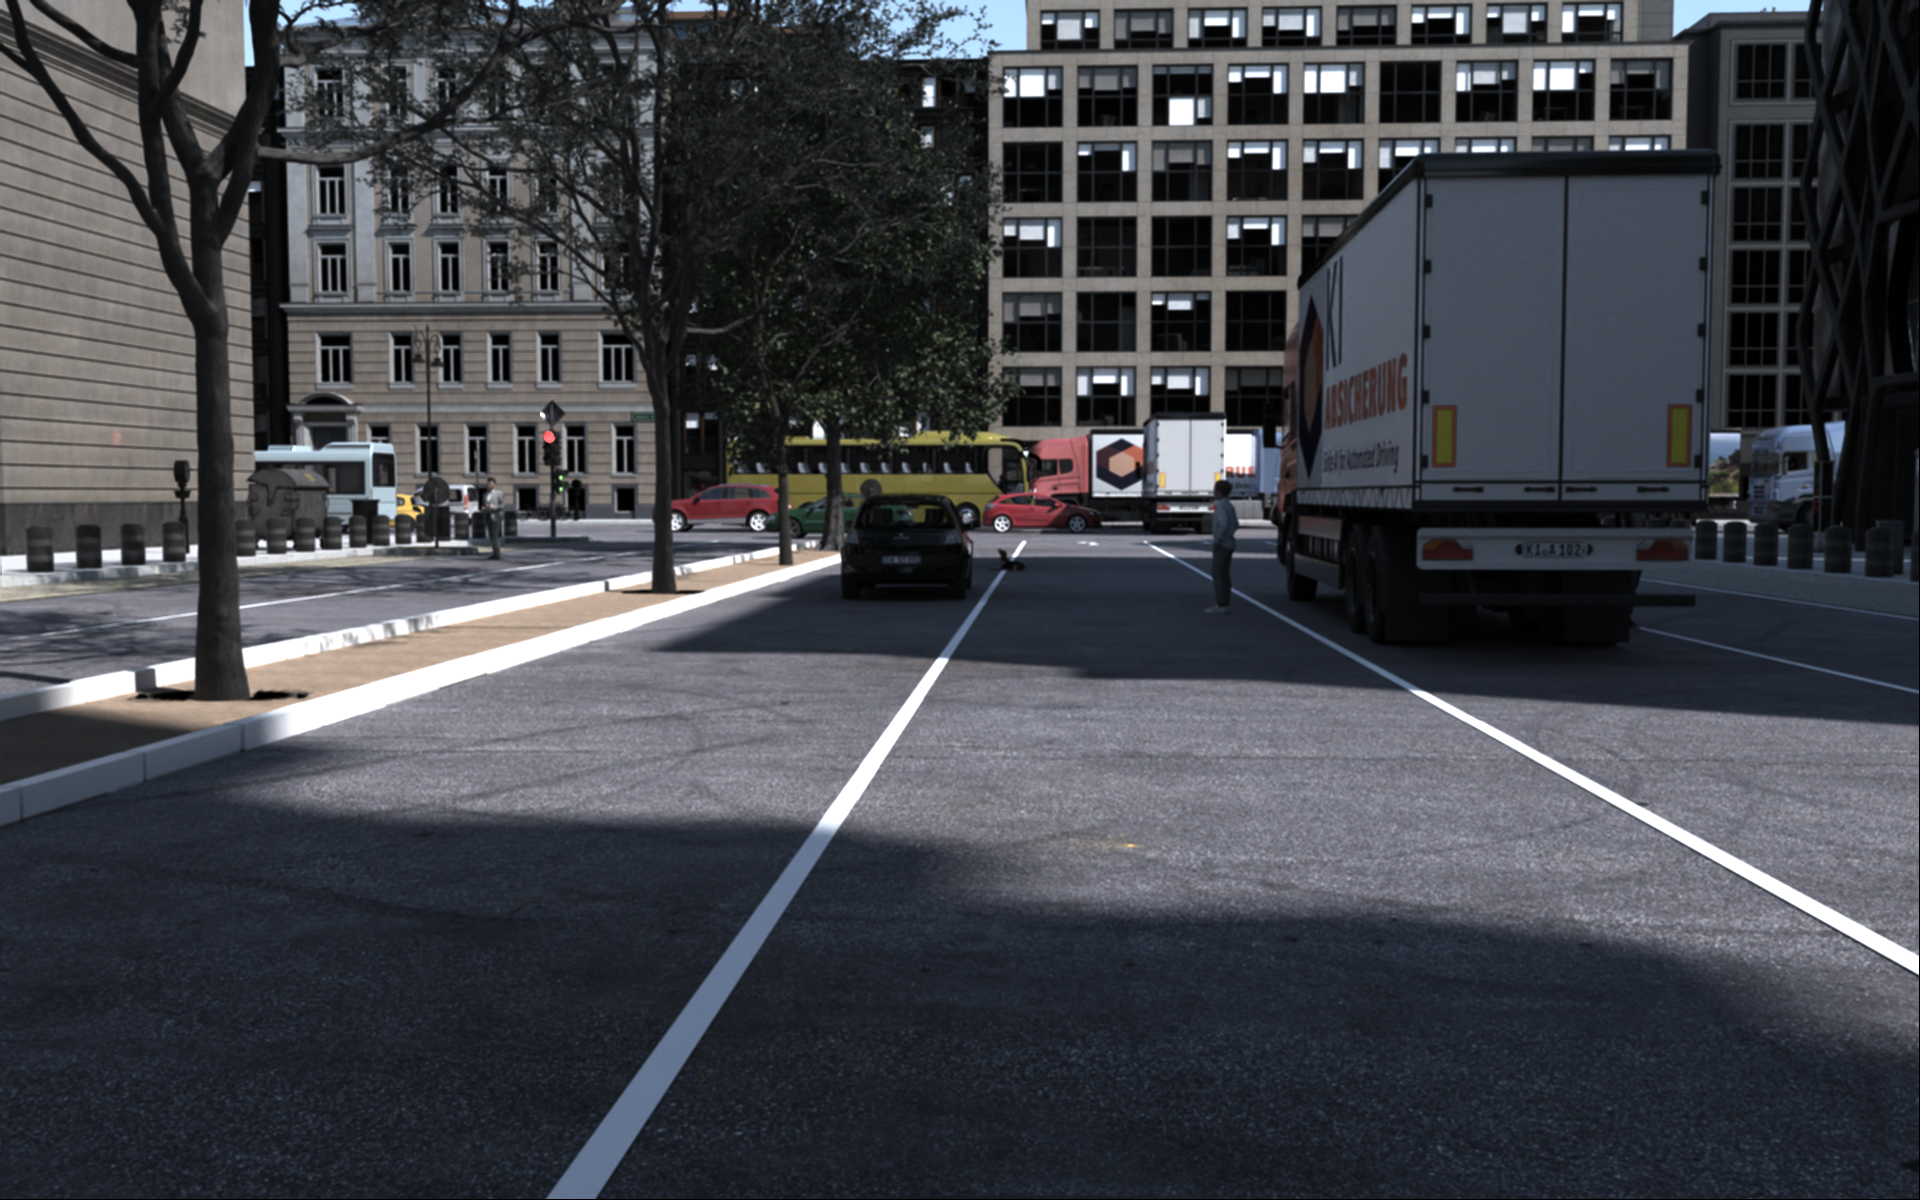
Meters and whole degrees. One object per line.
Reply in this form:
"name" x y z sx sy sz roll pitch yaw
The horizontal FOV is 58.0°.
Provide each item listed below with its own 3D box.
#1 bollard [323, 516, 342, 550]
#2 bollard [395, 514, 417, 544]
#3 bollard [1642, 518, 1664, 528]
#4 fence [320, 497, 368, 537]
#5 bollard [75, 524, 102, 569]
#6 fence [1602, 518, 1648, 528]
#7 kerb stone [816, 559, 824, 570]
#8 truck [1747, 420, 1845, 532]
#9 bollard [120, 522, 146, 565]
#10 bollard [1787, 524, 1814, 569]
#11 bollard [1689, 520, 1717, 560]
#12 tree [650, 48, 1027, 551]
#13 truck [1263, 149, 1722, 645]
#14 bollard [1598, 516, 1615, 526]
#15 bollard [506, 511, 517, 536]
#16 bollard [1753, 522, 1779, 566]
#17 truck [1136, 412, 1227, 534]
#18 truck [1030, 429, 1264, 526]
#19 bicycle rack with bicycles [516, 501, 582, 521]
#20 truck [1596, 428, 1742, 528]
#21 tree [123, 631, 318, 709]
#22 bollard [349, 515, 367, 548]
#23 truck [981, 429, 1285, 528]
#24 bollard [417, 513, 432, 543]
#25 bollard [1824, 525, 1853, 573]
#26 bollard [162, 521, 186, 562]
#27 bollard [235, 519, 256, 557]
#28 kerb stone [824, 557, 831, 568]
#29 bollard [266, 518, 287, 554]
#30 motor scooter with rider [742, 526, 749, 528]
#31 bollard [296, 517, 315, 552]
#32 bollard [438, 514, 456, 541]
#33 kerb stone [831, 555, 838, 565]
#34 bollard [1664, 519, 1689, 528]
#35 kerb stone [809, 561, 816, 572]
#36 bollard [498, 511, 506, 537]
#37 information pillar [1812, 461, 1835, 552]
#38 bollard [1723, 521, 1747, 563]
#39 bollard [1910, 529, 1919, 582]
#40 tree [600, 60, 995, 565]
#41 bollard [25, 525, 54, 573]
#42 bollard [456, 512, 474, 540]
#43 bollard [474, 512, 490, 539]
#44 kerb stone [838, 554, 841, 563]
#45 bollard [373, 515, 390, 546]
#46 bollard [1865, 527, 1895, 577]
"bollard" -14.480 -1.545 39.977 0.404 0.777 0.398 0 3 0
"bollard" -14.242 -1.809 44.296 0.404 0.777 0.398 0 3 0
"bollard" 14.833 -1.359 36.930 0.404 0.777 0.398 0 3 0
"fence" -17.597 -2.295 48.732 2.264 1.192 0.480 1 4 14
"bollard" -15.046 -0.929 29.909 0.404 0.777 0.398 0 3 0
"fence" 16.210 -1.633 42.072 0.278 0.683 2.069 -1 4 -18
"kerb stone" -2.746 -0.648 32.786 0.120 0.150 1.000 0 4 3
"truck" 38.119 -4.500 63.326 18.799 4.110 2.967 0 4 4
"bollard" -14.970 -1.017 31.350 0.404 0.777 0.398 0 3 0
"bollard" 14.426 -0.918 29.725 0.404 0.777 0.398 0 3 0
"bollard" 14.670 -1.183 34.054 0.404 0.777 0.398 0 3 0
"tree" -3.170 -7.579 43.378 9.611 12.733 9.660 0 3 0
"truck" 5.346 -1.888 19.776 2.839 4.237 11.283 0 4 4
"bollard" 14.993 -1.535 39.822 0.404 0.777 0.398 0 3 0
"bollard" -13.751 -2.339 52.961 0.404 0.777 0.398 0 3 0
"bollard" 14.505 -1.006 31.166 0.404 0.777 0.398 0 3 0
"truck" 8.217 -4.655 65.027 2.839 4.237 11.283 0 4 3
"truck" 7.973 -5.326 75.986 11.283 4.237 2.839 0 4 2
"bicycle rack with bicycles" -19.744 -4.322 84.053 2.925 0.926 2.852 0 4 6
"truck" 27.399 -5.241 74.603 11.283 4.237 2.839 0 4 3
"tree" -5.118 -6.035 11.504 12.009 13.543 11.850 0 3 0
"bollard" -14.400 -1.633 41.412 0.404 0.777 0.398 0 3 0
"truck" 6.612 -5.087 72.926 18.799 4.110 2.967 0 4 3
"bollard" -14.158 -1.897 45.733 0.404 0.777 0.398 0 3 0
"bollard" 14.345 -0.830 28.290 0.404 0.777 0.398 0 3 0
"bollard" -14.883 -1.106 32.793 0.404 0.777 0.398 0 3 0
"bollard" -14.723 -1.281 35.667 0.404 0.777 0.398 0 3 0
"kerb stone" -2.701 -0.708 33.811 0.120 0.150 1.000 0 4 3
"bollard" -14.645 -1.369 37.101 0.404 0.777 0.398 0 3 0
"motor scooter with rider" -8.461 -3.942 73.414 1.986 1.779 0.876 0 4 5
"bollard" -14.563 -1.457 38.535 0.404 0.777 0.398 0 3 0
"bollard" -14.081 -1.985 47.173 0.404 0.777 0.398 0 3 0
"kerb stone" -2.633 -0.767 34.836 0.120 0.150 1.000 0 4 3
"bollard" 14.753 -1.271 35.495 0.404 0.777 0.398 0 3 0
"kerb stone" -2.812 -0.582 31.754 0.120 0.150 1.000 0 4 3
"bollard" -13.834 -2.251 51.518 0.404 0.777 0.398 0 3 0
"information pillar" 18.983 -2.056 38.102 0.304 2.012 0.304 0 4 -3
"bollard" 14.586 -1.094 32.600 0.404 0.777 0.398 0 3 0
"bollard" 14.179 -0.654 25.413 0.404 0.777 0.398 0 3 0
"tree" -3.445 -5.987 34.754 8.767 10.594 7.601 0 4 3
"bollard" -15.130 -0.841 28.475 0.404 0.777 0.398 0 3 0
"bollard" -13.993 -2.074 48.627 0.404 0.777 0.398 0 3 0
"bollard" -13.914 -2.163 50.082 0.404 0.777 0.398 0 3 0
"kerb stone" -2.579 -0.837 35.876 0.120 0.150 1.000 0 4 3
"bollard" -14.319 -1.720 42.847 0.404 0.777 0.398 0 3 0
"bollard" 14.265 -0.742 26.855 0.404 0.777 0.398 0 3 0
